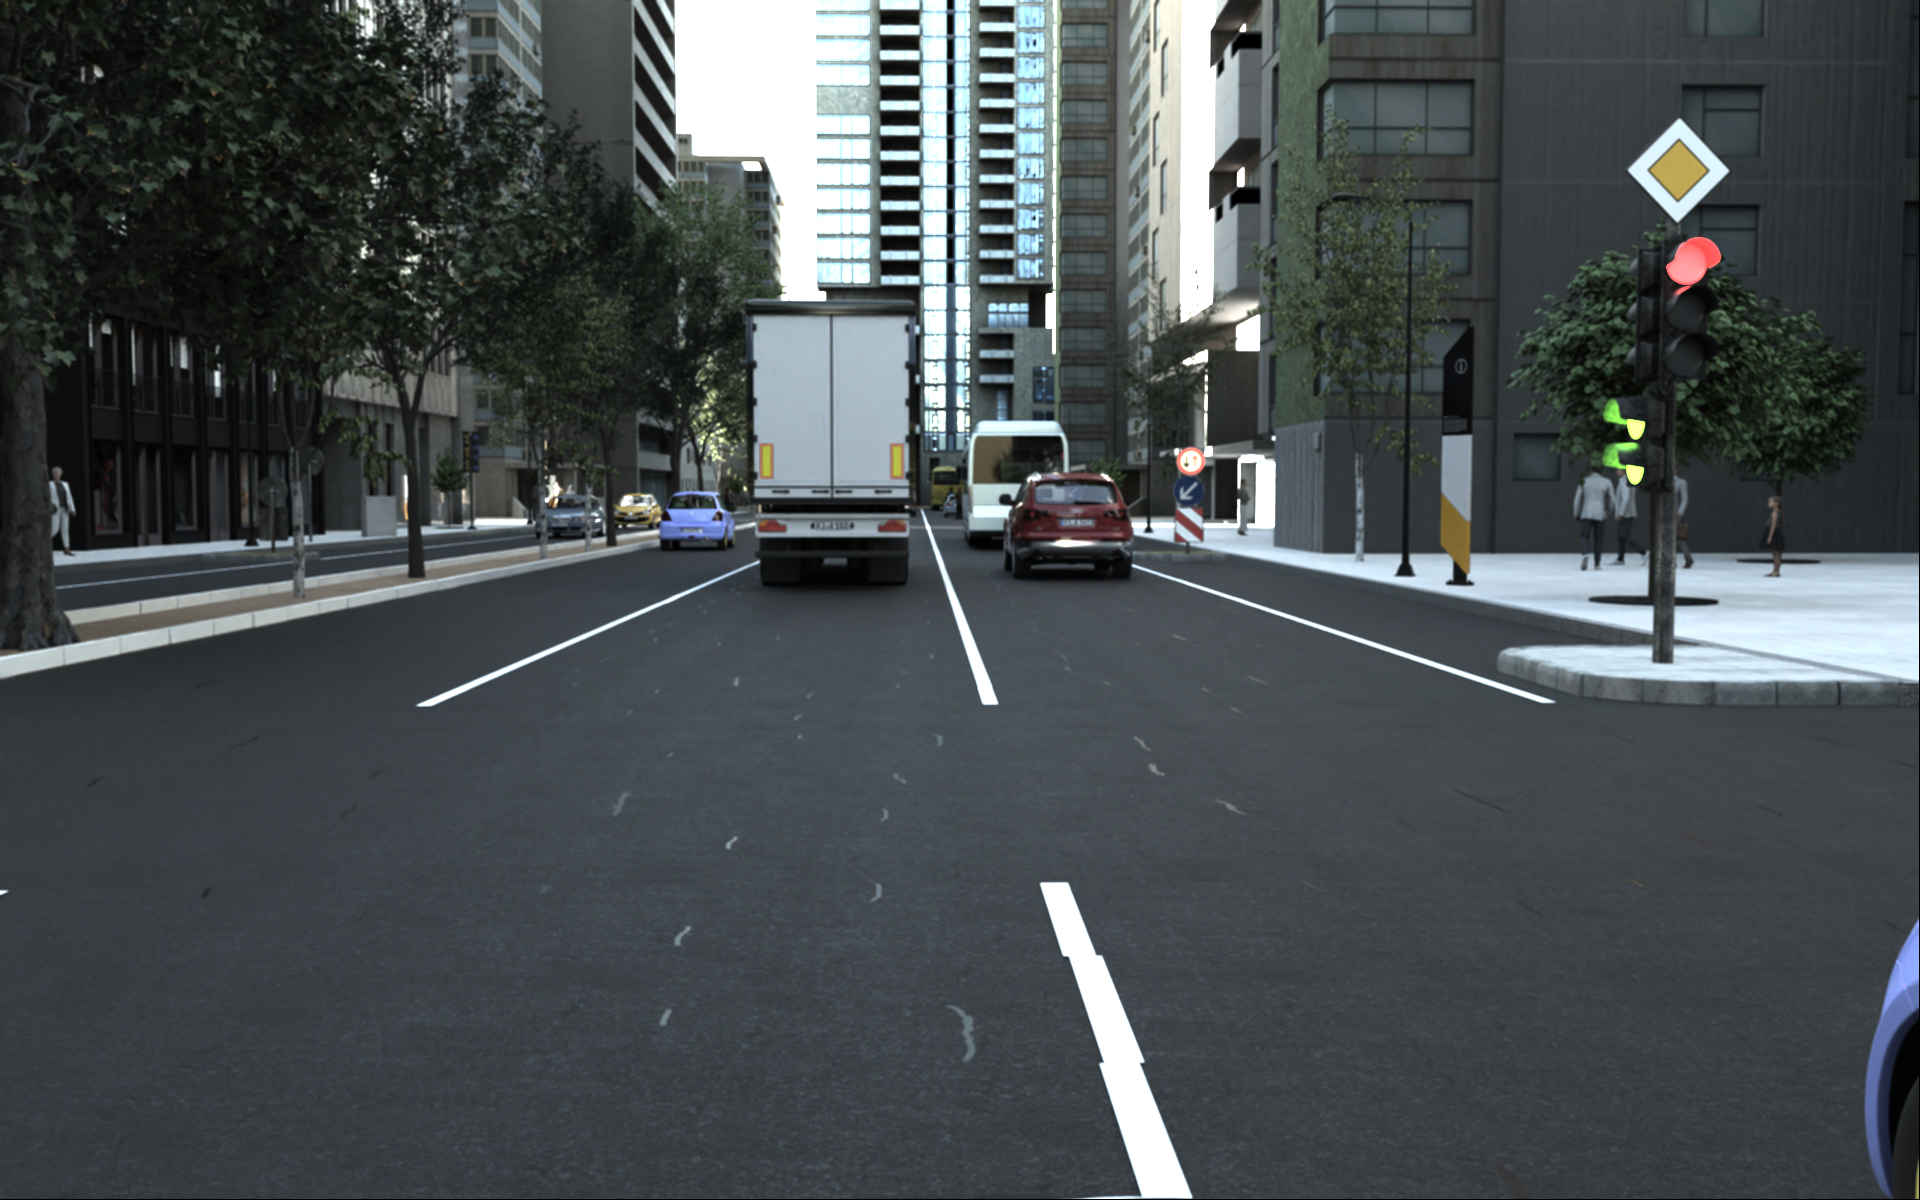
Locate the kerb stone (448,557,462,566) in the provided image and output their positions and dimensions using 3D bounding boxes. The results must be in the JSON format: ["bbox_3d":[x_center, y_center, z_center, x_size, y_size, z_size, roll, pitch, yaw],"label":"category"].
[{"bbox_3d":[-10.128,-0.744,34.358,0.120,0.150,1.000,0,4,-1],"label":"kerb stone"}]

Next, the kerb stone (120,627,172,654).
[{"bbox_3d":[-7.562,0.382,15.956,0.120,0.150,1.000,0,4,-1],"label":"kerb stone"}]

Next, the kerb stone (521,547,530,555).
[{"bbox_3d":[-10.287,-1.120,40.512,0.120,0.150,1.000,0,4,-1],"label":"kerb stone"}]

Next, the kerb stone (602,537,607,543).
[{"bbox_3d":[-10.549,-1.744,50.776,0.120,0.150,1.000,0,4,-1],"label":"kerb stone"}]

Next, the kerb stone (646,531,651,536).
[{"bbox_3d":[-10.753,-2.249,58.970,0.120,0.150,1.000,0,4,-1],"label":"kerb stone"}]

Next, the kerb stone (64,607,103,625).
[{"bbox_3d":[-9.725,0.196,18.996,0.120,0.150,1.000,0,4,-1],"label":"kerb stone"}]

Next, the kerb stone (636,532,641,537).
[{"bbox_3d":[-10.699,-2.122,56.919,0.120,0.150,1.000,0,4,-1],"label":"kerb stone"}]

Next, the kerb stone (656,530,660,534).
[{"bbox_3d":[-10.804,-2.371,61.020,0.120,0.150,1.000,0,4,-1],"label":"kerb stone"}]

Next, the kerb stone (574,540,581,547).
[{"bbox_3d":[-10.435,-1.497,46.669,0.120,0.150,1.000,0,4,-1],"label":"kerb stone"}]

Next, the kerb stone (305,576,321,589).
[{"bbox_3d":[-9.915,-0.240,26.154,0.120,0.150,1.000,0,4,-1],"label":"kerb stone"}]

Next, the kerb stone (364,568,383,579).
[{"bbox_3d":[-9.993,-0.431,29.238,0.120,0.150,1.000,0,4,-1],"label":"kerb stone"}]

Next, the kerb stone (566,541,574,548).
[{"bbox_3d":[-10.409,-1.434,45.645,0.120,0.150,1.000,0,4,-1],"label":"kerb stone"}]

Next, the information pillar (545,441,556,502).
[{"bbox_3d":[-18.110,-5.212,76.576,0.183,3.616,0.504,3,4,37],"label":"information pillar"}]

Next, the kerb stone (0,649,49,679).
[{"bbox_3d":[-7.504,0.507,13.906,0.120,0.150,1.000,0,4,-1],"label":"kerb stone"}]

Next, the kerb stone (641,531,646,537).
[{"bbox_3d":[-10.718,-2.185,57.941,0.120,0.150,1.000,0,4,-1],"label":"kerb stone"}]

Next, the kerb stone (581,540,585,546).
[{"bbox_3d":[-10.470,-1.560,47.703,0.120,0.150,1.000,0,4,-1],"label":"kerb stone"}]

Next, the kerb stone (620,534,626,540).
[{"bbox_3d":[-10.617,-1.927,53.849,0.120,0.150,1.000,0,4,-1],"label":"kerb stone"}]

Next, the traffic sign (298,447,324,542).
[{"bbox_3d":[-17.439,-2.835,46.454,0.768,2.556,0.104,0,4,-1],"label":"traffic sign"}]

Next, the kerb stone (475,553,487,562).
[{"bbox_3d":[-10.177,-0.869,36.410,0.120,0.150,1.000,0,4,-1],"label":"kerb stone"}]

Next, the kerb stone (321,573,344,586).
[{"bbox_3d":[-9.941,-0.305,27.189,0.120,0.150,1.000,0,4,-1],"label":"kerb stone"}]

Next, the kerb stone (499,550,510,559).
[{"bbox_3d":[-10.221,-0.995,38.462,0.120,0.150,1.000,0,4,-1],"label":"kerb stone"}]

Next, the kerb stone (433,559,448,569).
[{"bbox_3d":[-10.097,-0.678,33.336,0.120,0.150,1.000,0,4,-1],"label":"kerb stone"}]

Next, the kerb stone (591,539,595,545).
[{"bbox_3d":[-10.487,-1.623,48.730,0.120,0.150,1.000,0,4,-1],"label":"kerb stone"}]

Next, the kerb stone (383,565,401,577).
[{"bbox_3d":[-10.018,-0.490,30.260,0.120,0.150,1.000,0,4,-1],"label":"kerb stone"}]

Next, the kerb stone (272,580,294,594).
[{"bbox_3d":[-9.890,-0.172,25.133,0.120,0.150,1.000,0,4,-1],"label":"kerb stone"}]

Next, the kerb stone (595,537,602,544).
[{"bbox_3d":[-10.505,-1.682,49.754,0.120,0.150,1.000,0,4,-1],"label":"kerb stone"}]

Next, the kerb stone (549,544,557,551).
[{"bbox_3d":[-10.363,-1.308,43.589,0.120,0.150,1.000,0,4,-1],"label":"kerb stone"}]

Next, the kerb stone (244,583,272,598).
[{"bbox_3d":[-9.867,-0.116,24.110,0.120,0.150,1.000,0,4,-1],"label":"kerb stone"}]

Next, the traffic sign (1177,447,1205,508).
[{"bbox_3d":[6.275,-2.878,47.157,0.768,2.556,0.104,0,4,6],"label":"traffic sign"}]

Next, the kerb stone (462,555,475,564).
[{"bbox_3d":[-10.148,-0.803,35.380,0.120,0.150,1.000,0,4,-1],"label":"kerb stone"}]

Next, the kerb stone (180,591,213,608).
[{"bbox_3d":[-9.811,0.008,22.067,0.120,0.150,1.000,0,4,-1],"label":"kerb stone"}]

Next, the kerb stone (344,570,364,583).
[{"bbox_3d":[-9.967,-0.367,28.212,0.120,0.150,1.000,0,4,-1],"label":"kerb stone"}]

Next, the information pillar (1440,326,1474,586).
[{"bbox_3d":[7.000,-2.019,24.367,0.183,3.616,0.504,-2,4,-33],"label":"information pillar"}]

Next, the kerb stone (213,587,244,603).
[{"bbox_3d":[-9.842,-0.054,23.088,0.120,0.150,1.000,0,4,-1],"label":"kerb stone"}]

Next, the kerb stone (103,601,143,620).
[{"bbox_3d":[-9.763,0.139,20.020,0.120,0.150,1.000,0,4,-1],"label":"kerb stone"}]

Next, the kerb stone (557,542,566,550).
[{"bbox_3d":[-10.373,-1.371,44.612,0.120,0.150,1.000,0,4,-1],"label":"kerb stone"}]

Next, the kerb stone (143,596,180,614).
[{"bbox_3d":[-9.784,0.071,21.041,0.120,0.150,1.000,0,4,-1],"label":"kerb stone"}]

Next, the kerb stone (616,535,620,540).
[{"bbox_3d":[-10.594,-1.873,52.821,0.120,0.150,1.000,0,4,-1],"label":"kerb stone"}]

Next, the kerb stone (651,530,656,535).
[{"bbox_3d":[-10.772,-2.309,59.999,0.120,0.150,1.000,0,4,-1],"label":"kerb stone"}]

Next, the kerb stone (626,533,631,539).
[{"bbox_3d":[-10.639,-1.998,54.870,0.120,0.150,1.000,0,4,-1],"label":"kerb stone"}]

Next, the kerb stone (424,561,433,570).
[{"bbox_3d":[-10.075,-0.619,32.309,0.120,0.150,1.000,0,4,-1],"label":"kerb stone"}]

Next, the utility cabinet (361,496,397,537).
[{"bbox_3d":[-17.511,-2.509,52.183,0.306,1.237,1.020,3,5,41],"label":"utility cabinet"}]

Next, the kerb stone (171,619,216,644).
[{"bbox_3d":[-7.585,0.319,16.983,0.120,0.150,1.000,0,4,-1],"label":"kerb stone"}]

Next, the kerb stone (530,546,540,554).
[{"bbox_3d":[-10.308,-1.183,41.534,0.120,0.150,1.000,0,4,-1],"label":"kerb stone"}]

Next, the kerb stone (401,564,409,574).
[{"bbox_3d":[-10.039,-0.550,31.283,0.120,0.150,1.000,0,4,-1],"label":"kerb stone"}]

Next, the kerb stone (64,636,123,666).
[{"bbox_3d":[-7.531,0.445,14.928,0.120,0.150,1.000,0,4,-1],"label":"kerb stone"}]

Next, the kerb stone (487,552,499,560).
[{"bbox_3d":[-10.203,-0.932,37.440,0.120,0.150,1.000,0,4,-1],"label":"kerb stone"}]

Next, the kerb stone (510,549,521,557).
[{"bbox_3d":[-10.253,-1.058,39.489,0.120,0.150,1.000,0,4,-1],"label":"kerb stone"}]

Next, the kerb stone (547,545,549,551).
[{"bbox_3d":[-10.334,-1.245,42.556,0.120,0.150,1.000,0,4,-1],"label":"kerb stone"}]

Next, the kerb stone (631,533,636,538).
[{"bbox_3d":[-10.670,-2.054,55.892,0.120,0.150,1.000,0,4,-1],"label":"kerb stone"}]
